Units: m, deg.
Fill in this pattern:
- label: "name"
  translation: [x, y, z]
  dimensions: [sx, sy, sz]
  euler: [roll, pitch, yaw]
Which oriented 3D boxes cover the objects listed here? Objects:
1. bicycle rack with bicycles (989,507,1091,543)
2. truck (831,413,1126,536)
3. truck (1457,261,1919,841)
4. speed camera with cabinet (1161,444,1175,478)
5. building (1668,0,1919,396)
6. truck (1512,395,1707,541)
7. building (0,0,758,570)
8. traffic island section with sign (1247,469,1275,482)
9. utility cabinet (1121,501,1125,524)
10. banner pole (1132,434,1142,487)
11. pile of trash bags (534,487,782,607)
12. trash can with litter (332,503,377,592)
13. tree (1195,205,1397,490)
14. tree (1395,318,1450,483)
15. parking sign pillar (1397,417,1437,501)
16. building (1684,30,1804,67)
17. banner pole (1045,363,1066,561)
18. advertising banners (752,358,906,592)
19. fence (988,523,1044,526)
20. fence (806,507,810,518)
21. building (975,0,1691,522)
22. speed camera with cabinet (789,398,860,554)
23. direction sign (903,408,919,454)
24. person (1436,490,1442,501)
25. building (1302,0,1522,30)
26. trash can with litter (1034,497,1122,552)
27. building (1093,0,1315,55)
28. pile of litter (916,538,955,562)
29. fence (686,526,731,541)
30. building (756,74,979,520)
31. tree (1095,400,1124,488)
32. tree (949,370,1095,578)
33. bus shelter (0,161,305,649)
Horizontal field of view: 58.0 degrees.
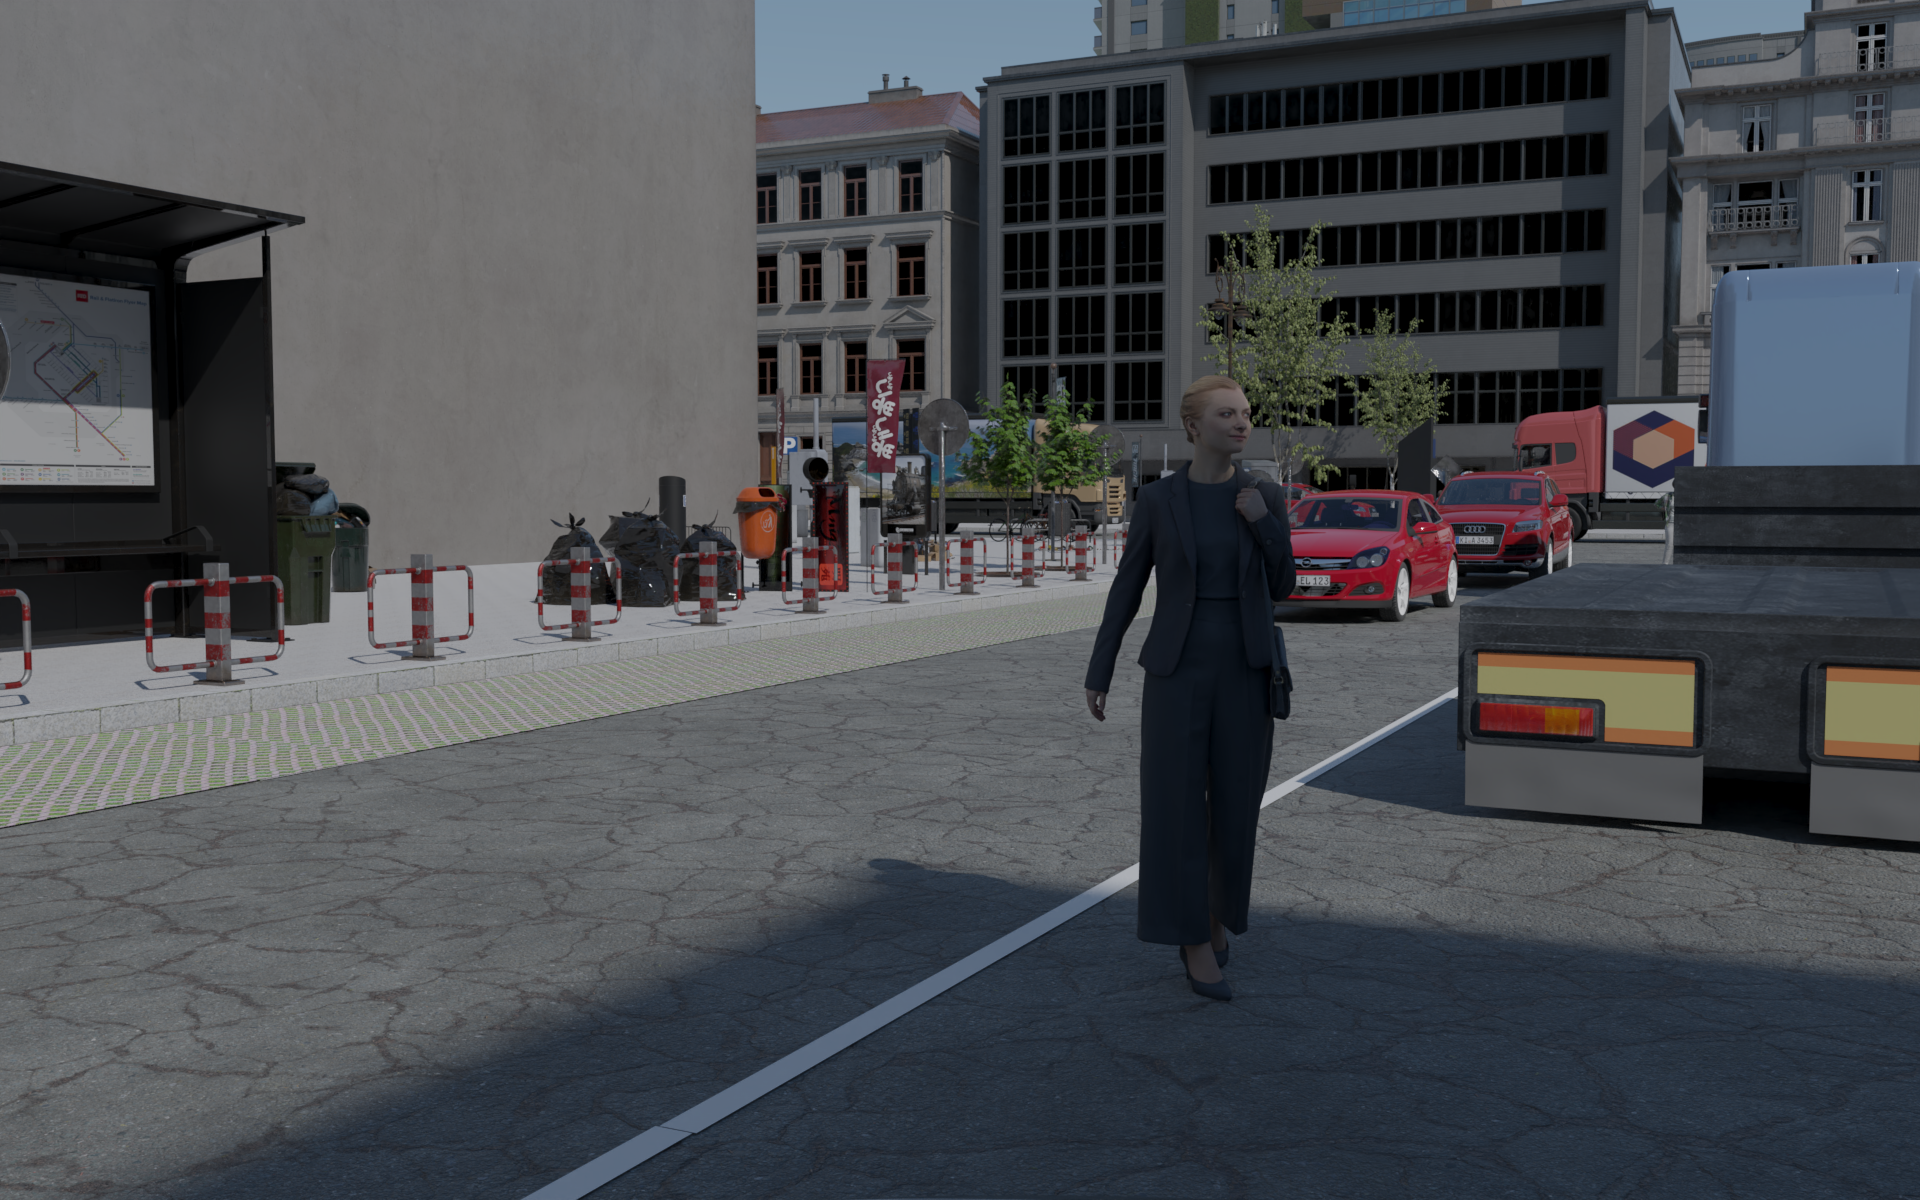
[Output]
- label: "bicycle rack with bicycles"
  translation: [2.216, -2.023, 46.461]
  dimensions: [2.925, 0.926, 2.852]
  euler: [-1, 4, -10]
- label: "truck"
  translation: [0.886, -4.434, 61.416]
  dimensions: [11.283, 4.237, 2.839]
  euler: [2, 4, 26]
- label: "truck"
  translation: [7.518, -1.565, 15.343]
  dimensions: [2.967, 4.110, 18.799]
  euler: [2, 4, 27]
- label: "speed camera with cabinet"
  translation: [8.050, -4.490, 67.744]
  dimensions: [0.660, 3.252, 2.038]
  euler: [1, 4, 20]
- label: "building"
  translation: [40.999, -13.809, 67.580]
  dimensions: [24.055, 21.916, 13.314]
  euler: [2, 4, 26]
- label: "truck"
  translation: [21.228, -3.753, 50.276]
  dimensions: [11.283, 4.237, 2.839]
  euler: [2, 4, 26]
- label: "building"
  translation: [-24.076, -14.252, 37.530]
  dimensions: [34.151, 26.468, 19.350]
  euler: [2, 4, 26]
- label: "traffic island section with sign"
  translation: [4.534, -1.135, 27.187]
  dimensions: [1.989, 1.847, 2.006]
  euler: [2, 4, 26]
- label: "utility cabinet"
  translation: [6.873, -3.861, 74.286]
  dimensions: [0.306, 1.237, 1.020]
  euler: [0, 4, -5]
- label: "banner pole"
  translation: [7.473, -5.073, 72.955]
  dimensions: [0.401, 3.779, 0.863]
  euler: [-2, 4, -31]
- label: "pile of trash bags"
  translation: [-3.408, -0.697, 21.151]
  dimensions: [1.912, 1.369, 3.447]
  euler: [2, 4, 34]
- label: "trash can with litter"
  translation: [-8.088, -0.706, 22.935]
  dimensions: [0.624, 1.170, 1.055]
  euler: [-1, 4, -8]
- label: "tree"
  translation: [8.091, -5.716, 43.825]
  dimensions: [4.737, 8.622, 4.395]
  euler: [0, 3, 0]
- label: "tree"
  translation: [17.103, -7.204, 68.153]
  dimensions: [4.737, 8.622, 4.395]
  euler: [0, 3, 0]
- label: "parking sign pillar"
  translation: [16.093, -4.436, 61.005]
  dimensions: [1.447, 3.967, 1.447]
  euler: [3, 5, 44]
- label: "building"
  translation: [99.240, -41.468, 220.008]
  dimensions: [28.212, 58.520, 21.231]
  euler: [2, 4, 26]
- label: "banner pole"
  translation: [1.856, -2.625, 32.932]
  dimensions: [0.401, 3.779, 0.863]
  euler: [-1, 4, -18]
- label: "advertising banners"
  translation: [-1.719, -1.616, 22.613]
  dimensions: [2.074, 3.025, 0.090]
  euler: [1, 4, 11]
- label: "fence"
  translation: [2.271, -3.616, 70.326]
  dimensions: [2.264, 1.192, 0.480]
  euler: [0, 4, -5]
- label: "fence"
  translation: [-7.040, -3.935, 79.707]
  dimensions: [2.069, 0.683, 0.278]
  euler: [0, 4, -6]
- label: "building"
  translation: [16.701, -15.921, 79.375]
  dimensions: [30.058, 24.678, 14.314]
  euler: [2, 4, 26]
- label: "speed camera with cabinet"
  translation: [-2.848, -2.584, 36.581]
  dimensions: [0.660, 3.252, 2.038]
  euler: [2, 4, 26]
- label: "direction sign"
  translation: [-1.288, -3.290, 45.786]
  dimensions: [0.379, 3.537, 0.876]
  euler: [-2, 4, -29]
- label: "person"
  translation: [15.867, -2.832, 57.018]
  dimensions: [0.499, 1.552, 0.429]
  euler: [-1, 4, -17]
- label: "building"
  translation: [36.074, -29.820, 137.670]
  dimensions: [14.600, 45.320, 14.200]
  euler: [2, 4, 26]
- label: "trash can with litter"
  translation: [2.672, -1.736, 39.437]
  dimensions: [2.233, 1.210, 1.678]
  euler: [0, 4, -7]
- label: "building"
  translation: [29.656, -39.543, 188.528]
  dimensions: [28.212, 58.520, 21.231]
  euler: [2, 4, 26]
- label: "pile of litter"
  translation: [-0.631, -1.199, 33.562]
  dimensions: [1.176, 0.858, 1.719]
  euler: [3, 4, 39]
- label: "fence"
  translation: [-5.086, -1.036, 32.314]
  dimensions: [2.069, 0.683, 0.278]
  euler: [2, 4, 28]
- label: "building"
  translation: [-7.377, -15.527, 90.016]
  dimensions: [21.152, 22.565, 11.583]
  euler: [2, 4, 26]
- label: "tree"
  translation: [1.675, -2.105, 29.016]
  dimensions: [1.663, 3.219, 1.824]
  euler: [0, 3, 0]
- label: "tree"
  translation: [0.838, -1.989, 27.128]
  dimensions: [1.663, 3.219, 1.824]
  euler: [0, 3, 0]
- label: "bus shelter"
  translation: [-7.672, -1.293, 12.416]
  dimensions: [1.731, 3.624, 6.357]
  euler: [2, 4, 26]
